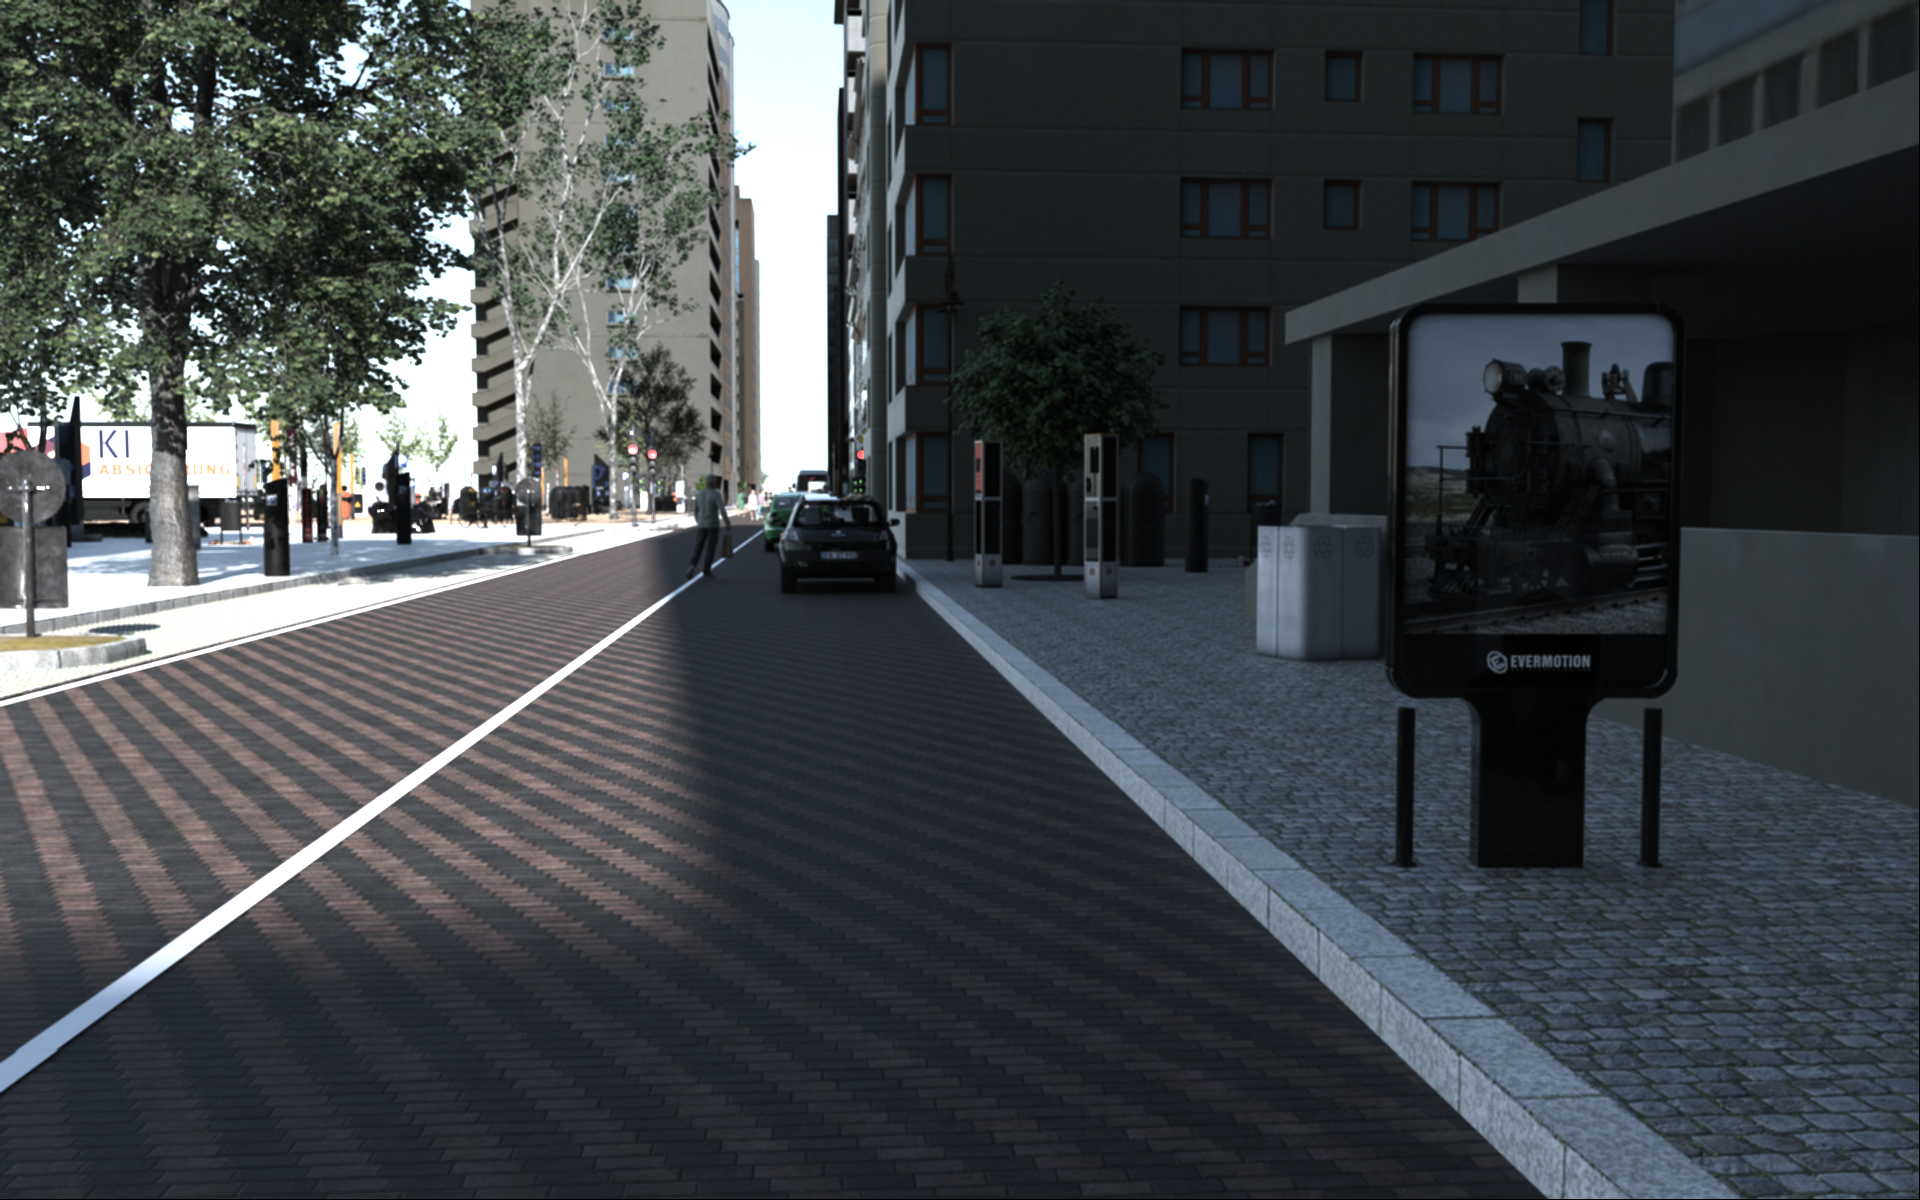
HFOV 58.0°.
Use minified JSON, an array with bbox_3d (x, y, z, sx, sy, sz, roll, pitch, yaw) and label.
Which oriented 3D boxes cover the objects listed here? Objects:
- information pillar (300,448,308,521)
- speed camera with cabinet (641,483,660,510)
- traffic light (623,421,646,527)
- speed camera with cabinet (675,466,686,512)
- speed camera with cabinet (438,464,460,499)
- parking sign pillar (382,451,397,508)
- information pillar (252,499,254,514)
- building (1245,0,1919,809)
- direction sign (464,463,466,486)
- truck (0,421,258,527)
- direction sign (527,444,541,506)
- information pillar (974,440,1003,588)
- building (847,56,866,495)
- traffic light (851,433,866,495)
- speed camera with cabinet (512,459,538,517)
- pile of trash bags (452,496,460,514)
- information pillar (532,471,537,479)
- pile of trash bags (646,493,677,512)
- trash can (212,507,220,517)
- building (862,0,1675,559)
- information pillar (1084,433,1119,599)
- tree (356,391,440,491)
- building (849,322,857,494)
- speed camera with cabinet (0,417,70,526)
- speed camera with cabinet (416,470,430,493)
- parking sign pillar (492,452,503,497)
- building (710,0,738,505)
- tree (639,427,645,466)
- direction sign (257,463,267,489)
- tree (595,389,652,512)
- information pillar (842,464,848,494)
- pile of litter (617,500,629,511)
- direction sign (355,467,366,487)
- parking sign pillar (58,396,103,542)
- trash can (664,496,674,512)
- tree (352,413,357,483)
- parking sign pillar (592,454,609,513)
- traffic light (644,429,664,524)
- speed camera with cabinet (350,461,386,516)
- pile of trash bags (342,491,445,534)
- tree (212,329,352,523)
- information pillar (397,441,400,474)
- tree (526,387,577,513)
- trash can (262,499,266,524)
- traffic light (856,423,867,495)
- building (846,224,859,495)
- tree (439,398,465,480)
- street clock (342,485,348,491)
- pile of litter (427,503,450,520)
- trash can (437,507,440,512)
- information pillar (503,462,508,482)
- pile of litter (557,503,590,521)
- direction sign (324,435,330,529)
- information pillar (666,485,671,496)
[{"bbox_3d":[-30.931,-5.523,81.659,0.183,3.616,0.504,1,4,12],"label":"information pillar"},{"bbox_3d":[-24.675,-8.785,137.968,0.660,3.252,2.038,1,4,20],"label":"speed camera with cabinet"},{"bbox_3d":[-12.493,-4.742,66.451,0.839,4.253,0.868,0,4,-5],"label":"traffic light"},{"bbox_3d":[-19.752,-7.835,122.434,0.660,3.252,2.038,0,4,-5],"label":"speed camera with cabinet"},{"bbox_3d":[-33.423,-7.358,114.632,2.038,3.252,0.660,0,4,-7],"label":"speed camera with cabinet"},{"bbox_3d":[-35.281,-7.257,107.129,1.447,3.967,1.447,0,4,7],"label":"parking sign pillar"},{"bbox_3d":[-44.398,-6.394,109.028,0.304,2.012,0.304,-2,4,-31],"label":"information pillar"},{"bbox_3d":[19.608,-19.537,11.309,32.217,40.220,23.993,0,4,-5],"label":"building"},{"bbox_3d":[-36.087,-8.219,126.378,0.379,3.537,0.876,-1,4,-21],"label":"direction sign"},{"bbox_3d":[-33.761,-4.847,68.162,11.283,4.237,2.839,0,4,-3],"label":"truck"},{"bbox_3d":[-19.212,-5.241,77.683,0.876,3.537,0.379,-2,4,-35],"label":"direction sign"},{"bbox_3d":[0.392,-1.180,23.779,0.304,2.012,0.304,-1,4,-20],"label":"information pillar"},{"bbox_3d":[0.175,-18.352,97.326,12.463,27.353,25.104,0,4,-5],"label":"building"},{"bbox_3d":[-4.286,-5.275,75.171,0.839,4.253,0.868,0,4,-5],"label":"traffic light"},{"bbox_3d":[-24.612,-6.261,96.711,2.038,3.252,0.660,-2,4,-30],"label":"speed camera with cabinet"},{"bbox_3d":[-33.339,-6.183,110.850,3.447,1.369,1.912,0,4,-3],"label":"pile of trash bags"},{"bbox_3d":[-36.197,-9.566,147.756,0.504,3.616,0.183,-1,4,-18],"label":"information pillar"},{"bbox_3d":[-21.523,-7.166,126.921,1.912,1.369,3.447,1,4,17],"label":"pile of trash bags"},{"bbox_3d":[-41.284,-5.184,96.406,0.748,1.137,0.748,0,3,0],"label":"trash can"},{"bbox_3d":[11.495,-12.464,48.831,27.650,21.520,28.899,0,4,-5],"label":"building"},{"bbox_3d":[1.729,-1.022,21.210,0.304,2.012,0.304,-3,4,-39],"label":"information pillar"},{"bbox_3d":[-38.807,-10.360,119.746,4.737,8.622,4.395,0,3,0],"label":"tree"},{"bbox_3d":[-3.738,-17.589,142.324,10.420,20.320,16.860,0,4,-5],"label":"building"},{"bbox_3d":[-23.829,-3.058,44.330,2.038,3.252,0.660,1,4,13],"label":"speed camera with cabinet"},{"bbox_3d":[-42.485,-8.684,136.322,2.038,3.252,0.660,-1,4,-21],"label":"speed camera with cabinet"},{"bbox_3d":[-29.667,-7.505,111.172,1.447,3.967,1.447,0,4,-2],"label":"parking sign pillar"},{"bbox_3d":[-36.921,-40.167,198.729,21.231,58.520,28.212,0,4,-5],"label":"building"},{"bbox_3d":[-24.516,-11.783,143.018,4.360,8.622,3.978,0,3,0],"label":"tree"},{"bbox_3d":[-49.847,-8.039,123.434,0.876,3.537,0.379,0,4,4],"label":"direction sign"},{"bbox_3d":[-23.050,-10.403,120.458,4.737,8.622,4.395,0,3,0],"label":"tree"},{"bbox_3d":[-9.084,-8.905,136.947,0.504,3.616,0.183,2,4,28],"label":"information pillar"},{"bbox_3d":[-26.244,-7.357,134.252,1.176,0.858,1.719,0,4,3],"label":"pile of litter"},{"bbox_3d":[-49.741,-9.284,143.797,0.876,3.537,0.379,0,4,-6],"label":"direction sign"},{"bbox_3d":[-24.055,-3.570,46.847,1.447,3.967,1.447,-1,4,-20],"label":"parking sign pillar"},{"bbox_3d":[-20.925,-6.903,124.520,0.748,1.137,0.748,0,3,0],"label":"trash can"},{"bbox_3d":[-44.628,-10.759,126.265,4.737,8.622,4.395,0,3,0],"label":"tree"},{"bbox_3d":[-24.097,-7.806,116.102,1.447,3.967,1.447,3,4,36],"label":"parking sign pillar"},{"bbox_3d":[-13.165,-5.229,74.408,0.839,4.253,0.868,0,4,-5],"label":"traffic light"},{"bbox_3d":[-34.833,-6.576,101.849,2.038,3.252,0.660,-1,4,-15],"label":"speed camera with cabinet"},{"bbox_3d":[-18.902,-2.875,56.761,3.447,1.369,1.912,1,4,9],"label":"pile of trash bags"},{"bbox_3d":[-29.546,-7.665,75.689,4.737,8.622,4.395,0,3,0],"label":"tree"},{"bbox_3d":[-24.553,-5.161,75.731,0.183,3.616,0.504,-1,4,-15],"label":"information pillar"},{"bbox_3d":[-28.588,-10.375,119.991,4.360,8.622,3.978,0,3,0],"label":"tree"},{"bbox_3d":[-21.199,-2.564,53.575,0.748,1.137,0.748,0,3,0],"label":"trash can"},{"bbox_3d":[-3.614,-4.789,67.215,0.839,4.253,0.868,0,4,-5],"label":"traffic light"},{"bbox_3d":[-1.140,-17.138,122.003,13.314,21.916,24.055,0,4,-5],"label":"building"},{"bbox_3d":[-39.213,-11.009,130.363,4.737,8.622,4.395,0,3,0],"label":"tree"},{"bbox_3d":[-49.614,-8.259,139.596,0.471,2.002,0.358,0,4,-1],"label":"street clock"},{"bbox_3d":[-26.183,-4.403,85.950,1.719,0.858,1.176,2,4,24],"label":"pile of litter"},{"bbox_3d":[-32.842,-5.913,108.339,0.748,1.137,0.748,0,3,0],"label":"trash can"},{"bbox_3d":[-33.085,-8.248,126.206,0.504,3.616,0.183,3,5,43],"label":"information pillar"},{"bbox_3d":[-18.251,-4.176,82.248,1.719,0.858,1.176,1,4,18],"label":"pile of litter"},{"bbox_3d":[-23.360,-4.395,63.855,0.379,3.537,0.876,-2,4,-26],"label":"direction sign"},{"bbox_3d":[-23.027,-8.095,136.848,0.304,2.012,0.304,3,5,42],"label":"information pillar"}]
